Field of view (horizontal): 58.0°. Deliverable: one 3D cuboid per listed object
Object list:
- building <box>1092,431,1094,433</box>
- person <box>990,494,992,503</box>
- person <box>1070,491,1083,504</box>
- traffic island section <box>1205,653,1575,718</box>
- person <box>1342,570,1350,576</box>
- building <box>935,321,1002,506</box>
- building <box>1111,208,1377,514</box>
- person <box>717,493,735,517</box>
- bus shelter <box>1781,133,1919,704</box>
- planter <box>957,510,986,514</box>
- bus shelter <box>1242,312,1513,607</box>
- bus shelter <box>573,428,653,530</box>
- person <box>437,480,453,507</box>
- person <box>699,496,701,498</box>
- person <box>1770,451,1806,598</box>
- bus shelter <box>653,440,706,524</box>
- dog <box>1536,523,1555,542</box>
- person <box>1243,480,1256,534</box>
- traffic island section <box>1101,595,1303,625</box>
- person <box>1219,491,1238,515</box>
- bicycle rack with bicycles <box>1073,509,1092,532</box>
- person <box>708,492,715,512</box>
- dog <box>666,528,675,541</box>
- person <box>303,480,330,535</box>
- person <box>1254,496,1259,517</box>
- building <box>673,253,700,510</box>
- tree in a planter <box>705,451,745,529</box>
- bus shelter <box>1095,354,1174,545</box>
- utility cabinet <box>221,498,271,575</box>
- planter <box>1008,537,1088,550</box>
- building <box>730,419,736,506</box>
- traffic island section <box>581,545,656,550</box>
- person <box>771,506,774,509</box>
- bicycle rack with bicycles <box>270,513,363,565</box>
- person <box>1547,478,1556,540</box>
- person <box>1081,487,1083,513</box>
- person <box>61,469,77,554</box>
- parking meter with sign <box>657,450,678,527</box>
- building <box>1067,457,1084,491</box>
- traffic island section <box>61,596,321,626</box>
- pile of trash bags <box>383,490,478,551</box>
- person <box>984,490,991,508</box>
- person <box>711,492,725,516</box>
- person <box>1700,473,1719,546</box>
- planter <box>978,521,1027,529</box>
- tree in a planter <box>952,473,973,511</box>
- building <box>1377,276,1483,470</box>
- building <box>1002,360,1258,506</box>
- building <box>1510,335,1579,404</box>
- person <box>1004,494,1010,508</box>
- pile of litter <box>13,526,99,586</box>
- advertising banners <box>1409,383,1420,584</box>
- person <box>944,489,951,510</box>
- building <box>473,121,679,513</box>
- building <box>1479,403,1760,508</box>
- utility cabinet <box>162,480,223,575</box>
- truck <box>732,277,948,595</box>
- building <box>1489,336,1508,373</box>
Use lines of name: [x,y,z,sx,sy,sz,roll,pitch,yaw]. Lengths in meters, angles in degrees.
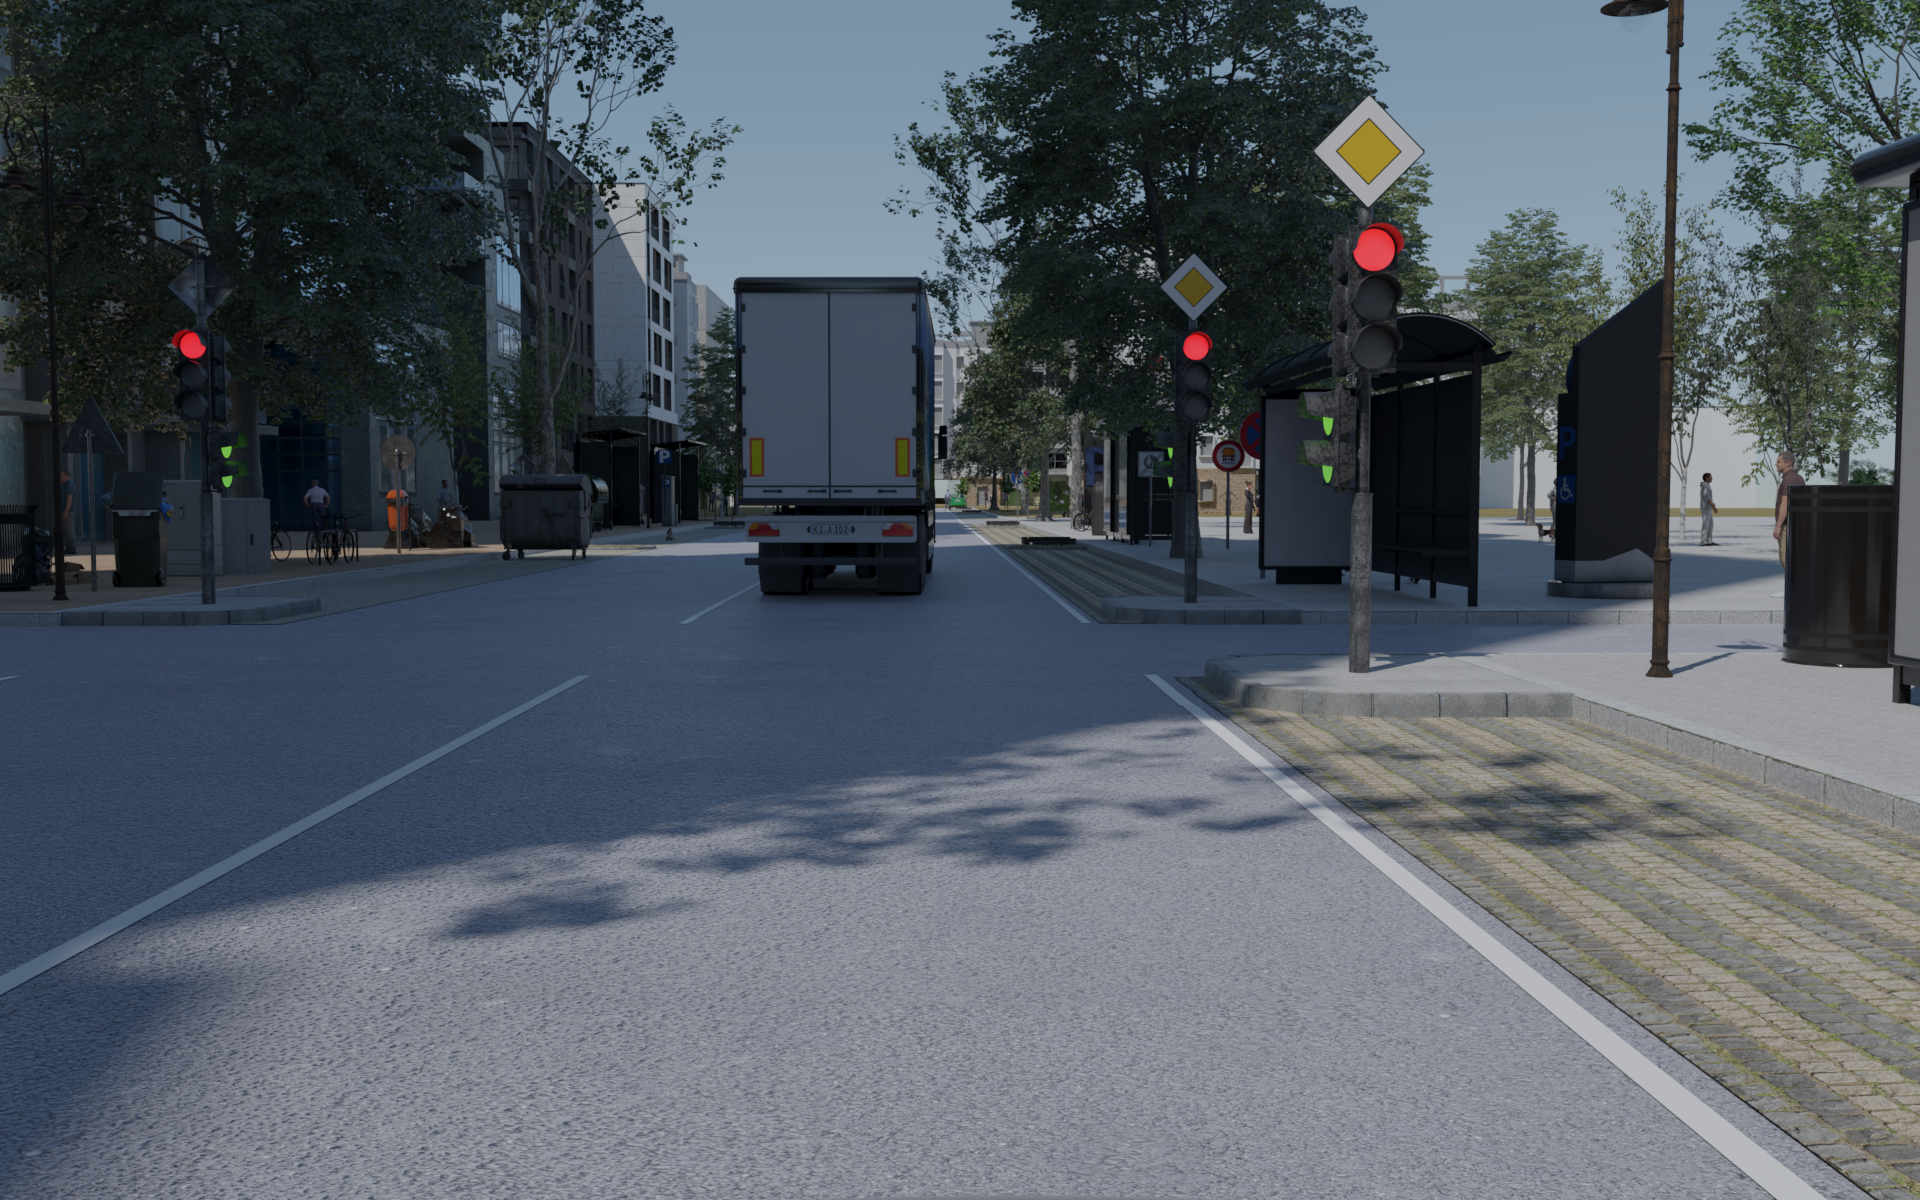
building: [15.870,-11.983,138.061,9.099,9.664,28.070,0,4,-1]
person: [2.967,-9.269,160.781,0.799,1.438,0.628,0,4,-5]
person: [6.655,-5.547,97.520,1.217,1.735,0.721,2,4,33]
traffic island section: [2.897,0.600,12.472,2.009,0.180,2.903,0,4,-1]
person: [6.059,-1.100,27.263,0.776,1.435,0.726,-1,4,-17]
building: [-1.166,-20.747,195.627,11.380,20.091,16.016,0,4,-1]
building: [18.772,-16.005,118.105,16.016,20.091,11.380,0,4,-1]
person: [-13.246,-5.581,98.009,1.217,1.735,0.721,-3,5,-42]
bus shelter: [6.563,-1.922,9.065,2.179,5.291,8.768,0,4,-1]
planter: [0.797,-6.184,122.251,1.991,0.319,1.994,0,4,-1]
bus shelter: [5.087,-1.722,22.077,2.014,3.302,5.546,0,4,-1]
bus shelter: [-13.010,-4.504,64.931,1.731,3.624,6.357,0,4,-1]
person: [-18.940,-3.520,63.749,0.789,1.805,0.875,3,4,38]
person: [-19.684,-7.402,127.779,1.217,1.735,0.721,1,4,10]
person: [10.194,-0.930,21.379,0.598,1.807,0.434,-3,4,-37]
bus shelter: [-12.667,-5.302,77.973,1.731,3.624,6.357,0,4,-1]
dog: [15.607,-1.789,46.080,0.406,0.507,0.540,3,4,39]
person: [9.379,-2.999,55.879,0.445,1.727,0.742,0,4,-3]
traffic island section: [2.745,0.112,20.455,2.009,0.180,2.903,0,4,-1]
person: [16.263,-6.009,105.014,1.217,1.735,0.721,0,4,4]
bicycle rack with bicycles: [5.193,-2.862,60.170,2.925,0.926,2.852,0,4,-6]
person: [-17.768,-7.199,124.281,0.617,1.759,0.750,-2,4,-30]
dog: [-8.808,-2.011,53.077,0.550,0.427,0.748,2,4,30]
person: [-19.266,-2.747,51.891,0.756,1.711,0.436,-1,4,-21]
person: [16.985,-5.433,98.104,0.697,1.427,0.421,-2,4,-24]
building: [-28.338,-16.976,133.974,16.016,20.091,11.380,0,4,-1]
tree in a planter: [-9.445,-4.557,71.737,1.991,3.239,1.994,0,4,-1]
bus shelter: [4.952,-4.274,47.515,2.179,5.291,8.768,0,4,-1]
utility cabinet: [-11.601,-1.015,27.759,0.306,1.237,1.020,3,5,43]
planter: [2.273,-1.480,45.330,1.991,0.319,1.994,0,4,-1]
building: [-32.659,-15.262,191.674,28.070,9.664,9.099,0,4,-1]
traffic island section: [-8.940,-1.347,44.893,1.991,0.108,1.994,0,4,-1]
person: [-16.201,-8.791,149.783,0.705,1.824,1.348,-1,4,-11]
bicycle rack with bicycles: [-12.254,-1.156,32.278,2.852,0.926,2.925,0,4,3]
person: [16.603,-2.540,48.301,0.376,1.734,0.841,3,4,36]
person: [7.634,-6.192,108.008,0.721,1.743,1.217,3,5,40]
person: [-19.060,-1.881,36.921,0.434,1.807,0.598,-1,4,-17]
parking meter with sign: [-11.565,-4.435,68.767,0.543,3.016,1.738,0,4,1]
building: [17.958,-18.439,157.890,16.016,20.091,11.380,0,4,-1]
traffic island section: [-8.794,0.125,20.241,2.009,0.180,2.903,0,4,-1]
pile of trash bags: [-12.651,-1.891,40.669,1.912,1.369,3.447,0,4,2]
person: [2.480,-9.130,156.791,0.593,1.643,0.415,-1,4,-9]
person: [-14.074,-5.612,100.986,0.628,1.438,0.799,3,5,43]
person: [18.388,-2.219,42.467,0.789,1.805,0.875,2,4,28]
planter: [1.754,-3.132,72.351,1.991,0.319,1.994,0,4,-1]
tree in a planter: [0.292,-9.289,149.101,1.991,3.239,1.994,0,4,-1]
building: [39.258,-18.360,156.608,11.380,20.091,16.016,0,4,-1]
building: [20.625,-20.110,195.264,31.486,18.905,16.747,0,4,-1]
building: [65.433,-20.828,196.960,11.380,20.091,16.016,0,4,-1]
person: [4.358,-9.388,159.980,0.568,1.767,0.683,3,4,38]
pile of litter: [-13.025,-0.673,24.975,1.176,0.858,1.719,0,4,-1]
advertising banners: [6.704,-1.798,25.581,0.090,3.025,2.074,1,4,11]
person: [-1.035,-8.696,150.544,0.709,1.838,0.599,1,4,9]
building: [-34.495,-16.360,111.454,27.936,21.610,32.646,0,4,-1]
building: [59.839,-13.367,160.692,28.070,9.664,9.099,0,4,-1]
utility cabinet: [-12.149,-1.120,26.997,1.173,1.500,0.318,0,4,5]
truck: [-1.667,-2.389,27.972,2.839,4.237,11.283,0,4,0]
building: [53.540,-20.810,196.659,11.380,20.091,16.016,0,4,-1]
